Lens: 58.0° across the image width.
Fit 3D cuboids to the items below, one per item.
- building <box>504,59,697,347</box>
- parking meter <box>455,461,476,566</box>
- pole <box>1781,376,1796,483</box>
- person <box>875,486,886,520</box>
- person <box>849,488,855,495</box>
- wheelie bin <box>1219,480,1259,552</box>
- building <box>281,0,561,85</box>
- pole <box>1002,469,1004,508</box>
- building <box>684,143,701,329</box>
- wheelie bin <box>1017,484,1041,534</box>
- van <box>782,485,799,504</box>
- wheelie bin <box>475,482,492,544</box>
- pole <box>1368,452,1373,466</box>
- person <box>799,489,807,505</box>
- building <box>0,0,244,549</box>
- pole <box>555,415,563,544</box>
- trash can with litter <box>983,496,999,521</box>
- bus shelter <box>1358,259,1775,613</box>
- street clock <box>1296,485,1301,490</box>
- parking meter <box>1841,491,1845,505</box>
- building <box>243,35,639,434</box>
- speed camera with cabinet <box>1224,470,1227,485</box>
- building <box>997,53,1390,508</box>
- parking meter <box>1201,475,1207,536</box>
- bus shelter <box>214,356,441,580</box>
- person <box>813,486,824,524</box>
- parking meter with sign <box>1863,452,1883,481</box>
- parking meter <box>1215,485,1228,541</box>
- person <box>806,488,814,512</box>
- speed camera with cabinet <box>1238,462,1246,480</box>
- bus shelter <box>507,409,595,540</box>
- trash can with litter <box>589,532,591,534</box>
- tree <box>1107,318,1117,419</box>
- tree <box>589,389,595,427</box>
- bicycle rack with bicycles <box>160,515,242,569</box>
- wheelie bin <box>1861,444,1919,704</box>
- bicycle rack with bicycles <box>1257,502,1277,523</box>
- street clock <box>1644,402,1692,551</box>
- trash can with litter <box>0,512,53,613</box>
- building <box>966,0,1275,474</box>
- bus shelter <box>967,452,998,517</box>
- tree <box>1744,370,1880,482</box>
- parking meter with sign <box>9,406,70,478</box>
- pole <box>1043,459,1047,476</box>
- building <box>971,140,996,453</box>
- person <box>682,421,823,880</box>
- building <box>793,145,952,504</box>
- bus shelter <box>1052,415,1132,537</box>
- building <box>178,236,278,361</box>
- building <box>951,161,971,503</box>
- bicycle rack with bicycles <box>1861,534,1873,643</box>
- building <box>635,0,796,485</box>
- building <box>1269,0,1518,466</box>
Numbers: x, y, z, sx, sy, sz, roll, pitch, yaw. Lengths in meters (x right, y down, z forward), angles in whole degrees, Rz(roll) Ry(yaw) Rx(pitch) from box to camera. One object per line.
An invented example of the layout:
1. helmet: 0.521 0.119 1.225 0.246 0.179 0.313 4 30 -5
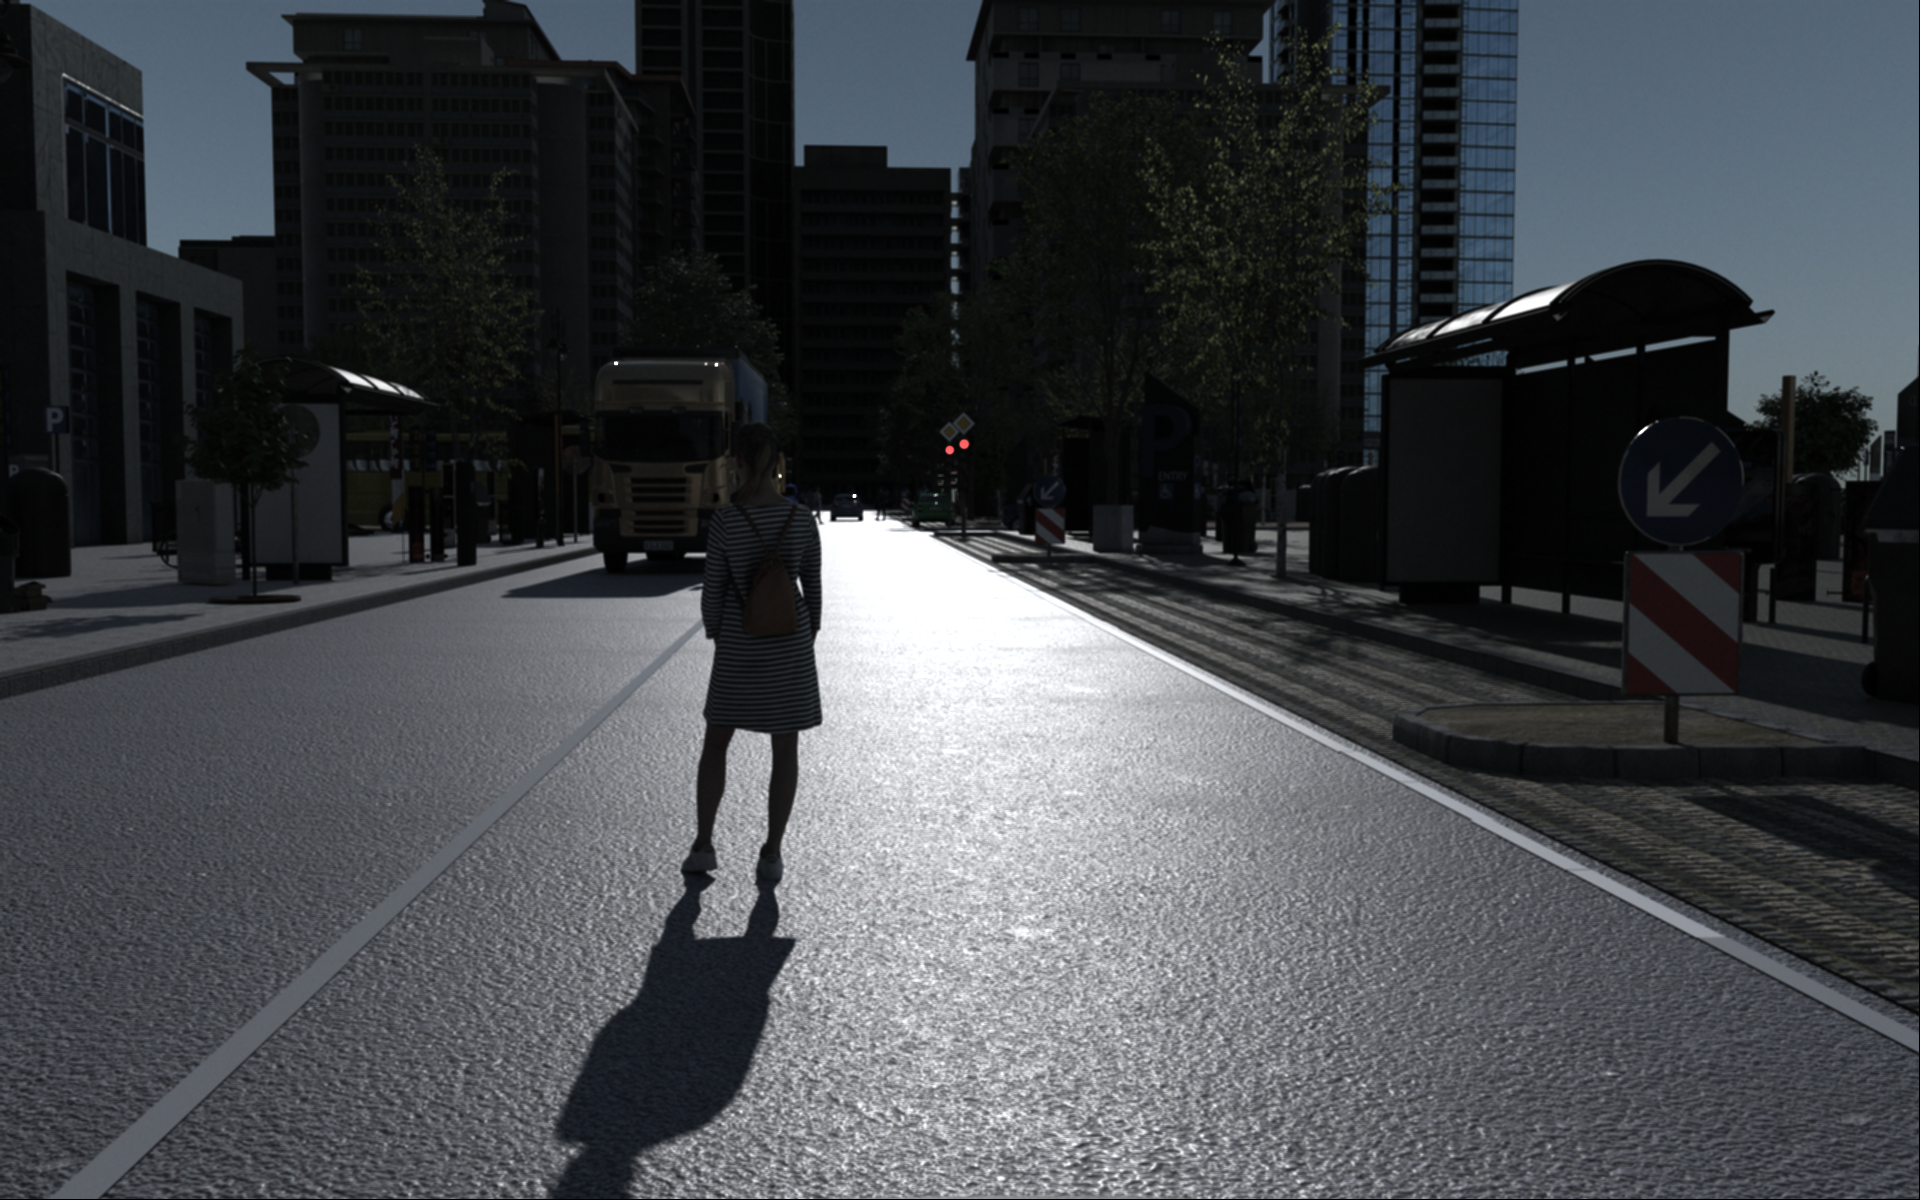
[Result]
1. building: -38.707 -32.002 177.860 22.147 44.769 28.867 0 4 -4
2. parking meter: -8.878 -1.555 31.131 0.255 1.863 0.399 0 4 1
3. pole: 14.290 -2.208 29.946 0.158 3.312 0.155 0 3 0
4. person: -4.359 -5.302 94.966 0.659 1.850 0.755 -3 4 -39
5. person: -7.330 -6.734 118.560 0.622 1.834 0.822 2 4 27
6. wheelie bin: 6.171 -1.854 38.219 0.980 1.594 0.693 3 5 44
7. building: -58.321 -36.884 192.288 27.495 52.752 28.713 0 4 -4
8. pole: 3.512 -9.066 142.067 0.158 3.312 0.155 0 3 0
9. building: -37.401 -31.661 201.259 14.086 41.232 14.154 0 4 -4
10. wheelie bin: 2.262 -2.975 56.549 0.693 1.594 0.980 -1 4 -19
11. van: -11.337 -6.483 110.386 2.240 2.365 5.245 0 4 -3
12. wheelie bin: -12.641 -2.267 44.968 0.693 1.594 0.980 2 4 25
13. pole: 19.986 -5.538 84.383 0.158 3.312 0.155 0 3 0
14. person: -13.327 -8.475 147.044 1.348 1.826 0.705 3 4 36
15. building: -36.356 -44.357 37.909 31.000 86.520 22.319 0 4 -4
16. pole: -10.303 -3.099 44.512 0.158 3.312 0.155 0 3 0
17. trash can with litter: 1.996 -4.498 84.599 2.233 1.210 1.678 0 4 -6
18. bus shelter: 5.858 -1.456 17.733 2.014 3.302 5.546 0 4 -4
19. street clock: 25.808 -7.791 131.956 0.471 2.002 0.358 1 4 13
20. parking meter: 52.191 -5.734 102.161 0.372 1.533 0.369 0 3 0
21. building: -41.734 -28.102 151.354 32.217 40.220 23.993 0 4 -4
22. speed camera with cabinet: 20.887 -8.439 132.314 2.038 3.252 0.660 2 4 31
23. building: 19.592 -28.458 157.176 32.217 40.220 23.993 0 4 -4
24. parking meter: 7.383 -2.914 53.355 0.399 1.863 0.255 -1 4 -22
25. bus shelter: -10.088 -2.096 28.187 2.014 3.302 5.546 0 4 -4
26. person: -6.816 -4.511 82.347 0.778 1.811 0.616 2 4 26
27. parking meter with sign: 38.459 -4.623 71.846 1.738 3.016 0.543 1 4 15
28. parking meter: 7.148 -2.369 47.140 0.372 1.533 0.369 0 3 0
29. person: -10.439 -6.844 120.197 0.655 1.846 0.447 -1 4 -12
30. speed camera with cabinet: 17.952 -6.857 106.449 2.038 3.252 0.660 3 4 39
31. bus shelter: -11.923 -3.662 51.153 1.731 3.624 6.357 0 4 -4
32. trash can with litter: -11.837 -2.758 56.144 1.678 1.210 2.233 1 4 21
33. tree: 7.384 -6.452 55.848 4.360 8.622 3.978 0 3 0
34. tree: -21.955 -8.919 96.195 4.360 8.622 3.978 0 3 0
35. bicycle rack with bicycles: -13.012 -1.093 31.249 2.925 0.926 2.852 -2 4 -32
36. wheelie bin: 6.047 -0.171 10.697 0.693 1.594 0.980 -1 4 -21
37. bicycle rack with bicycles: 12.985 -3.930 77.642 2.925 0.926 2.852 -1 4 -14
38. street clock: 5.579 -0.558 13.687 0.358 2.002 0.471 0 4 3
39. trash can with litter: -10.454 -0.457 18.857 0.624 1.170 1.055 0 4 7
40. building: 15.923 -36.281 182.424 28.713 52.752 27.495 0 4 -4
41. bus shelter: 1.095 -6.568 98.669 1.731 3.624 6.357 0 4 -4
42. tree: 22.580 -3.813 46.057 4.285 4.588 4.351 0 3 0
43. parking meter with sign: -18.066 -2.278 33.506 0.543 3.016 1.738 1 4 14
44. pole: 4.850 -6.449 99.290 0.158 3.312 0.155 0 3 0
45. building: 8.203 -31.771 203.054 14.154 41.232 14.086 0 4 -4
46. person: -0.751 0.185 6.478 0.512 1.701 0.522 -2 4 -23
47. building: -12.422 -37.931 243.877 21.600 48.544 21.300 0 4 -4
48. bus shelter: 4.115 -3.862 54.423 1.731 3.624 6.357 0 4 -4
49. building: -79.539 -26.099 198.424 14.107 30.474 14.160 0 4 -4
50. building: 13.505 -38.350 246.630 30.456 49.044 23.786 0 4 -4
51. bicycle rack with bicycles: 8.817 -0.081 14.707 2.925 0.926 2.852 -2 4 -34
52. building: -33.374 -49.050 240.218 20.611 71.187 20.563 0 4 -4
53. building: 50.444 -54.370 201.613 31.000 86.520 22.319 0 4 -4
